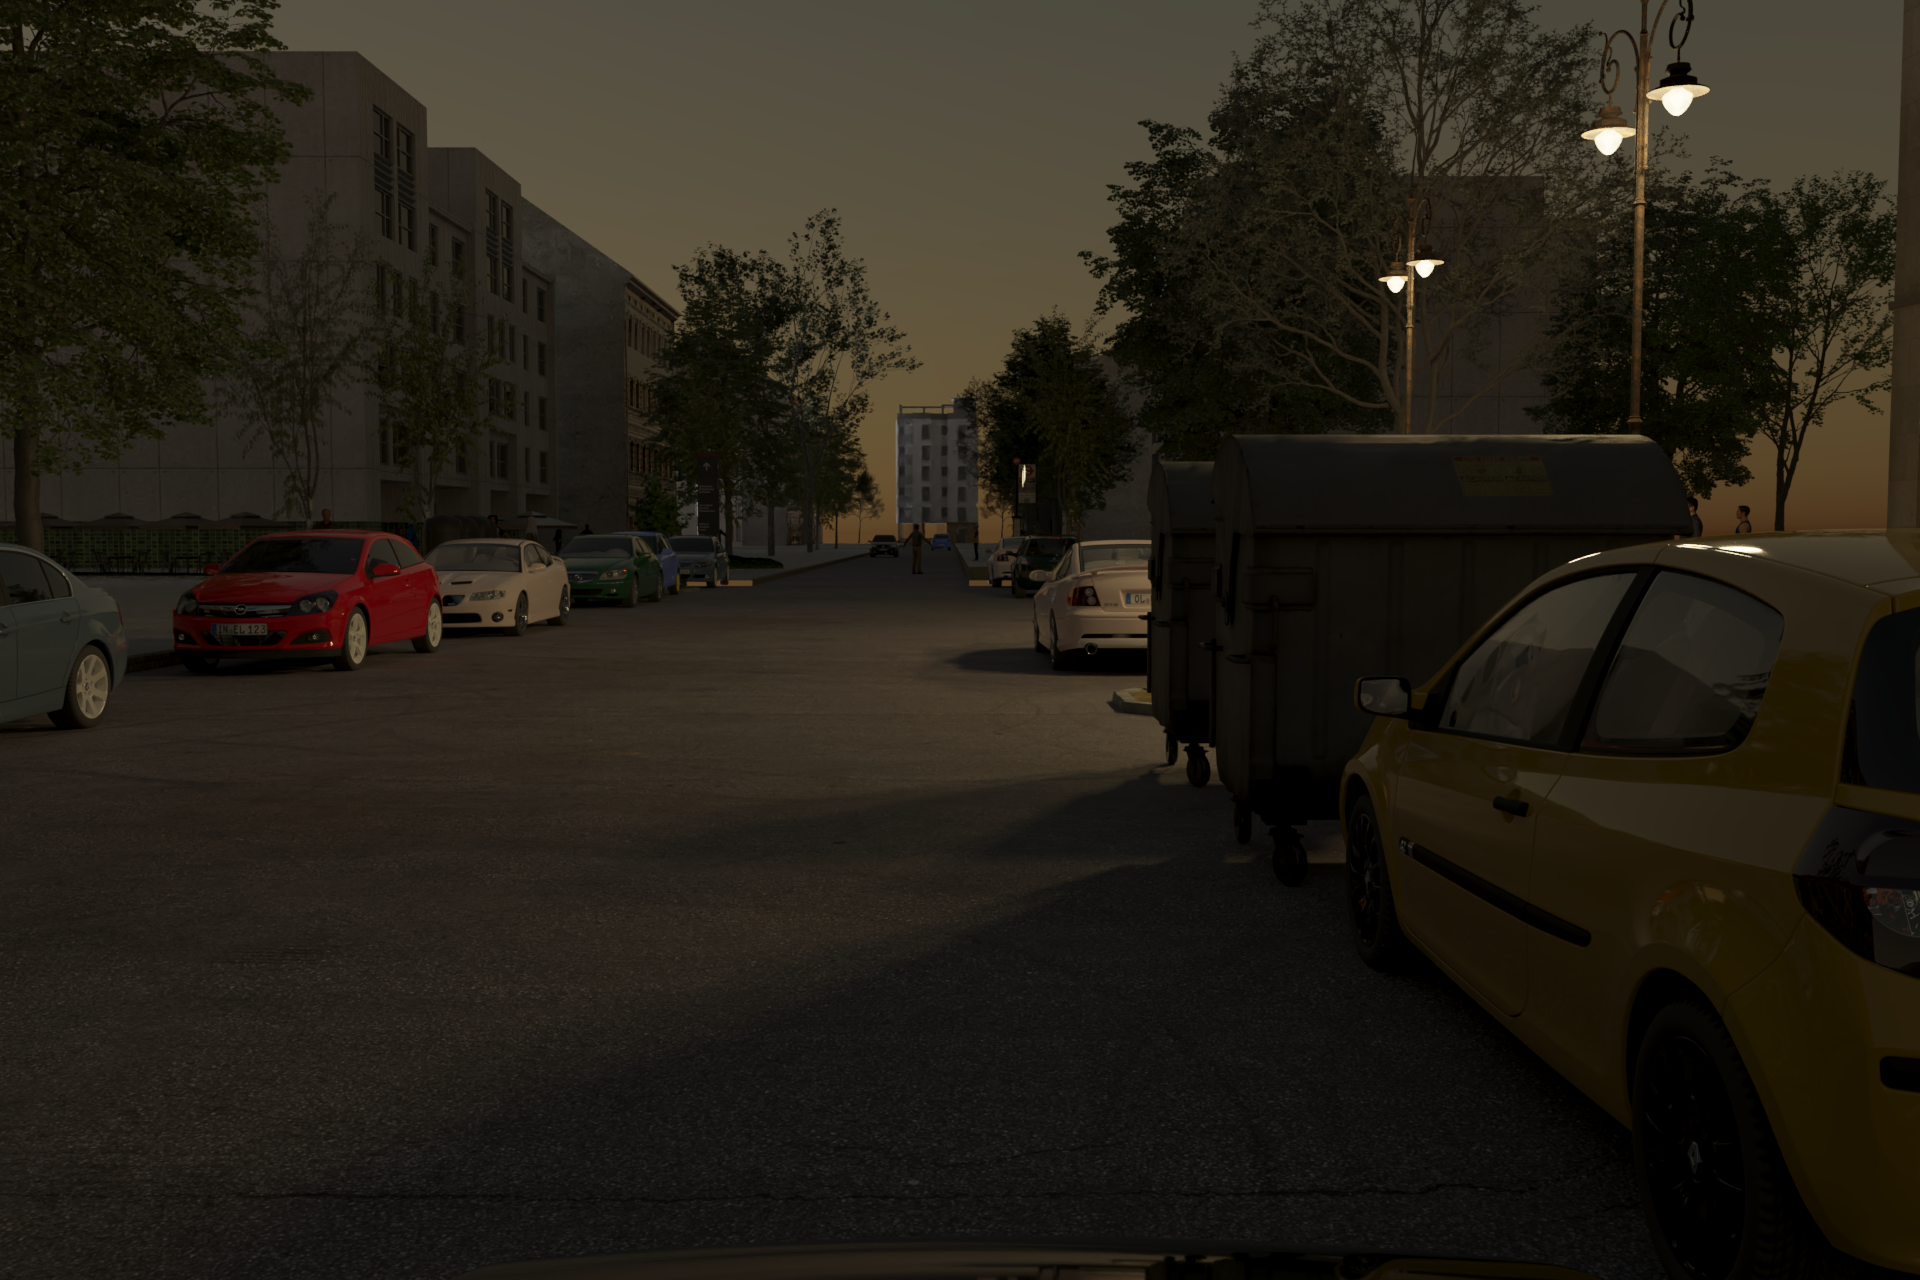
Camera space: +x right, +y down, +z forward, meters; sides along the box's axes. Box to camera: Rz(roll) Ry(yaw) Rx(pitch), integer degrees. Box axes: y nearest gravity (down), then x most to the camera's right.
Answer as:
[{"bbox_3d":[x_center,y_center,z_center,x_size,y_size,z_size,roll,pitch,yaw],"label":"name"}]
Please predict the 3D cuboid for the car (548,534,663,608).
[{"bbox_3d":[-7.224,-1.430,35.180,2.131,1.459,4.920,0,3,0],"label":"car"}]

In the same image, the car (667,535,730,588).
[{"bbox_3d":[-7.369,-2.172,47.511,2.014,1.417,4.499,0,4,-1],"label":"car"}]

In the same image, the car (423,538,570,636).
[{"bbox_3d":[-7.071,-0.818,25.741,2.083,1.381,4.827,0,4,-1],"label":"car"}]

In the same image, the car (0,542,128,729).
[{"bbox_3d":[-7.247,0.030,11.507,2.014,1.417,4.499,0,4,-1],"label":"car"}]

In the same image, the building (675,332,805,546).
[{"bbox_3d":[-27.852,-22.302,195.563,19.493,23.208,18.063,0,4,0],"label":"building"}]

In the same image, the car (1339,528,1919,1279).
[{"bbox_3d":[2.172,0.347,4.556,2.015,1.641,3.980,0,3,0],"label":"car"}]

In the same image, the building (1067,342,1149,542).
[{"bbox_3d":[20.610,-20.809,171.147,19.493,23.208,18.063,0,4,0],"label":"building"}]

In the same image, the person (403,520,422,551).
[{"bbox_3d":[-20.560,-3.606,65.080,1.347,1.817,0.704,3,4,37],"label":"person"}]

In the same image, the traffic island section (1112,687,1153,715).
[{"bbox_3d":[2.296,0.517,14.417,1.991,0.108,1.994,0,4,0],"label":"traffic island section"}]

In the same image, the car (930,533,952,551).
[{"bbox_3d":[-1.634,-8.501,148.582,1.945,1.707,3.694,0,4,-2],"label":"car"}]

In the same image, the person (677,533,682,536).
[{"bbox_3d":[-8.515,-2.629,52.245,0.991,1.433,0.599,1,4,21],"label":"person"}]

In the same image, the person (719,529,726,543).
[{"bbox_3d":[-11.112,-4.471,79.238,1.346,1.812,0.704,0,4,7],"label":"person"}]

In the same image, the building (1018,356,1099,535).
[{"bbox_3d":[20.929,-22.666,214.567,27.936,21.610,32.646,0,4,0],"label":"building"}]

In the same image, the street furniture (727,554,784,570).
[{"bbox_3d":[-9.991,-3.096,66.246,5.734,0.657,10.072,-1,4,-11],"label":"street furniture"}]

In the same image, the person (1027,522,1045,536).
[{"bbox_3d":[3.545,-4.464,79.121,1.348,1.813,0.705,1,4,18],"label":"person"}]

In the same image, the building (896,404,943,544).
[{"bbox_3d":[-8.674,-23.568,244.217,11.380,20.090,16.016,0,4,1],"label":"building"}]

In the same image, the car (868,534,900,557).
[{"bbox_3d":[-4.696,-5.984,107.630,2.009,1.686,4.222,0,4,0],"label":"car"}]

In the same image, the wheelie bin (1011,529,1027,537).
[{"bbox_3d":[2.275,-3.630,67.266,0.693,1.594,0.980,0,4,0],"label":"wheelie bin"}]

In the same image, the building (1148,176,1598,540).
[{"bbox_3d":[20.412,-13.934,94.278,16.747,18.905,31.486,0,3,0],"label":"building"}]

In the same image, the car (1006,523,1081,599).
[{"bbox_3d":[2.068,-1.840,39.867,2.009,1.686,4.222,0,3,0],"label":"car"}]

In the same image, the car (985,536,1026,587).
[{"bbox_3d":[1.747,-2.183,48.060,2.083,1.381,4.827,0,4,-1],"label":"car"}]

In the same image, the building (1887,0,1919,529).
[{"bbox_3d":[27.432,-12.943,13.783,24.374,26.755,37.873,0,4,-1],"label":"building"}]

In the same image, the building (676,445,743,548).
[{"bbox_3d":[-25.788,-13.918,169.707,9.099,9.664,28.070,0,4,-1],"label":"building"}]

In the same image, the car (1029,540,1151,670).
[{"bbox_3d":[1.859,-0.443,19.610,2.083,1.381,4.827,0,4,-1],"label":"car"}]

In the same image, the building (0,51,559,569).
[{"bbox_3d":[-30.481,-13.031,79.516,16.747,18.905,31.486,0,4,0],"label":"building"}]

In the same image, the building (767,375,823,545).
[{"bbox_3d":[-27.328,-23.722,218.775,19.493,23.208,18.063,0,4,-1],"label":"building"}]

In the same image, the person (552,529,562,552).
[{"bbox_3d":[-18.678,-4.539,80.401,0.705,1.806,1.347,-2,4,-27],"label":"person"}]

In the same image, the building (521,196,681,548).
[{"bbox_3d":[-28.825,-17.074,110.095,19.493,23.208,18.063,0,4,0],"label":"building"}]

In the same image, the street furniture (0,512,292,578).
[{"bbox_3d":[-35.121,-2.935,53.013,27.439,1.986,14.083,1,4,22],"label":"street furniture"}]

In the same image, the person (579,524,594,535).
[{"bbox_3d":[-17.016,-4.414,78.896,1.216,1.740,0.721,-2,4,-31],"label":"person"}]

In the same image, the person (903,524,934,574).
[{"bbox_3d":[-1.528,-3.262,62.059,1.348,1.796,0.705,2,4,35],"label":"person"}]

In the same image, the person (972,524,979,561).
[{"bbox_3d":[0.697,-4.702,83.343,0.721,1.772,1.216,0,4,5],"label":"person"}]

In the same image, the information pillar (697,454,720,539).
[{"bbox_3d":[-8.161,-4.088,56.221,0.750,3.857,0.750,0,4,-1],"label":"information pillar"}]

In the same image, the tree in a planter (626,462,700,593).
[{"bbox_3d":[-7.525,-2.797,42.947,1.991,3.239,1.994,0,4,0],"label":"tree in a planter"}]

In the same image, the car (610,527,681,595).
[{"bbox_3d":[-7.488,-1.841,39.687,1.945,1.707,3.694,0,4,0],"label":"car"}]

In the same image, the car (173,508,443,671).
[{"bbox_3d":[-7.210,-0.637,19.456,2.155,1.783,4.494,0,4,0],"label":"car"}]

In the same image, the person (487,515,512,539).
[{"bbox_3d":[-13.143,-2.607,48.770,1.345,1.843,0.704,-2,4,-24],"label":"person"}]
